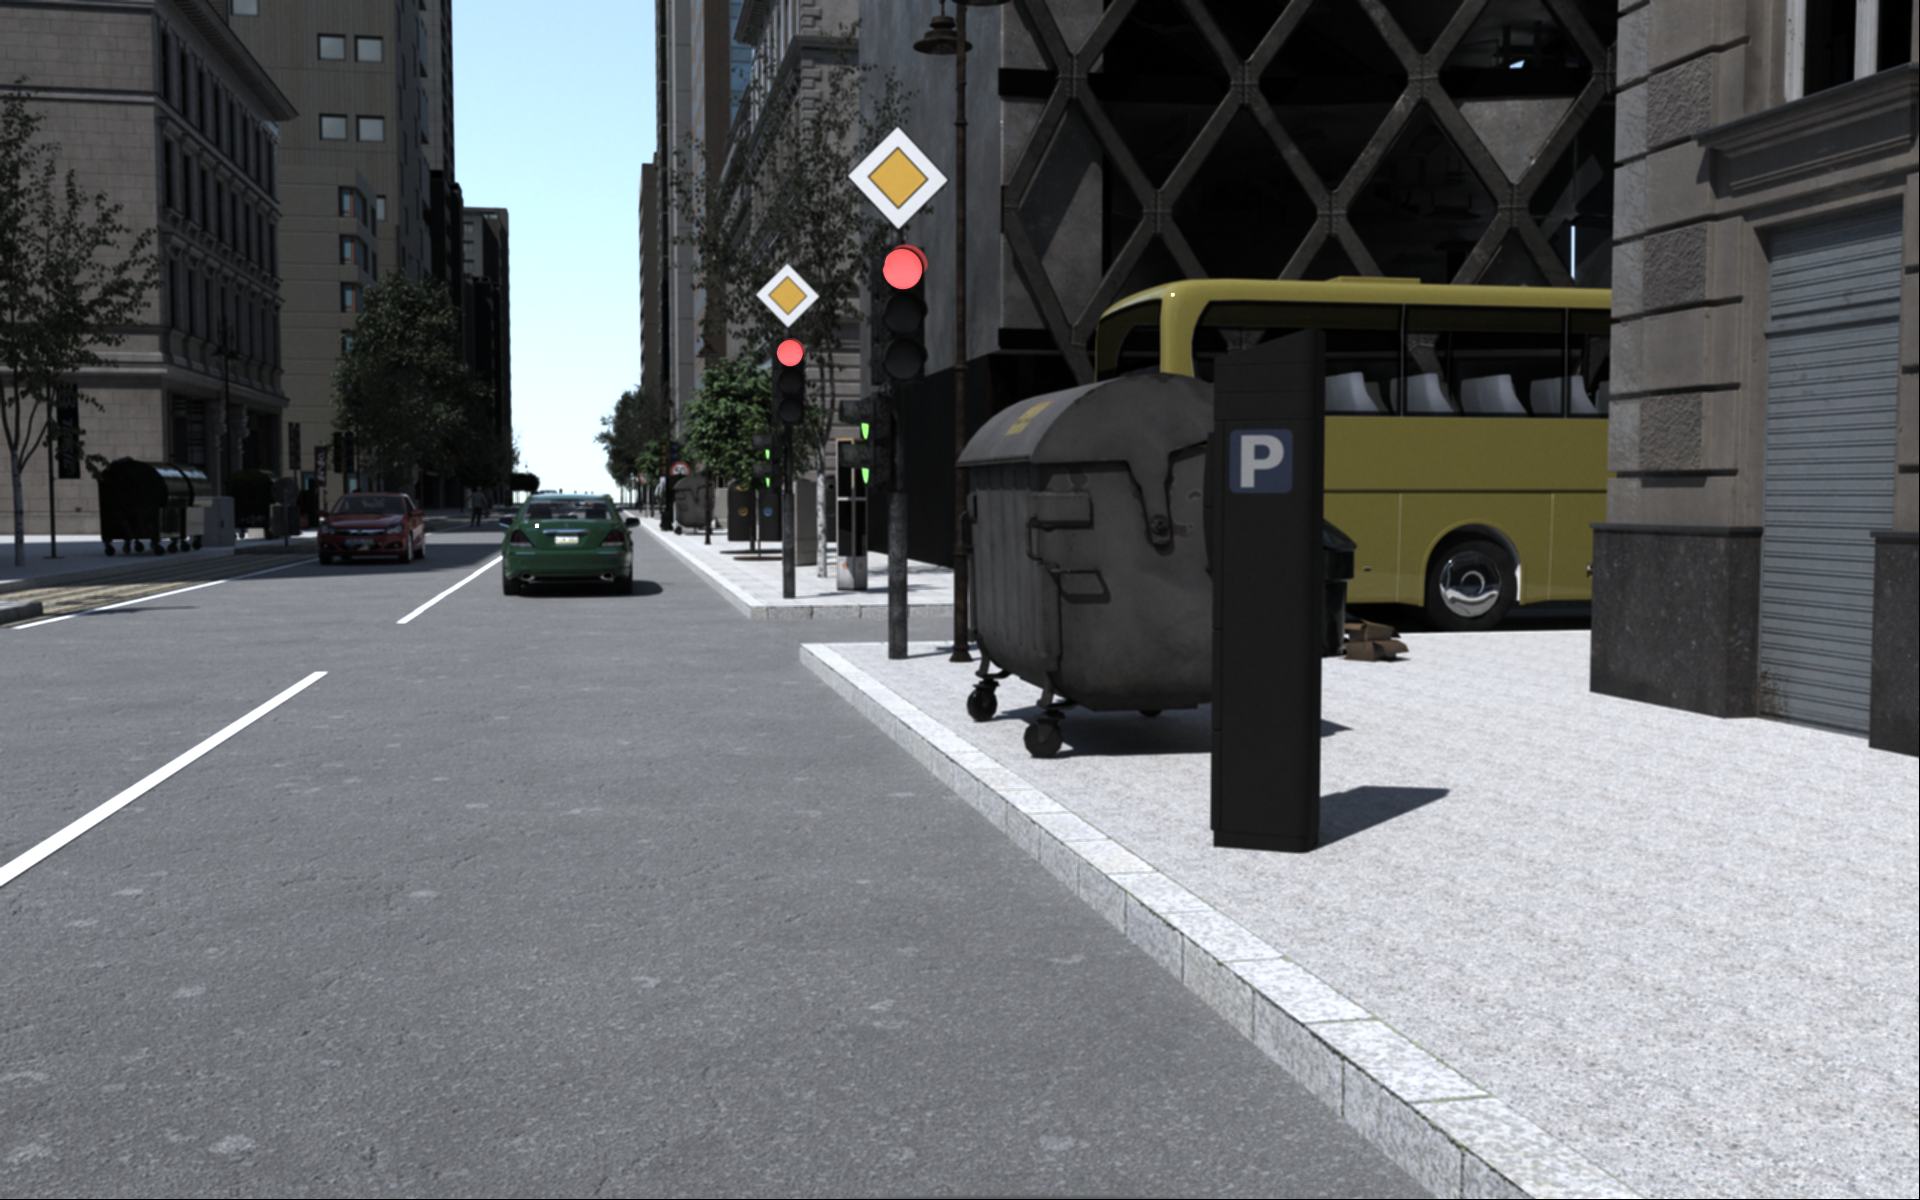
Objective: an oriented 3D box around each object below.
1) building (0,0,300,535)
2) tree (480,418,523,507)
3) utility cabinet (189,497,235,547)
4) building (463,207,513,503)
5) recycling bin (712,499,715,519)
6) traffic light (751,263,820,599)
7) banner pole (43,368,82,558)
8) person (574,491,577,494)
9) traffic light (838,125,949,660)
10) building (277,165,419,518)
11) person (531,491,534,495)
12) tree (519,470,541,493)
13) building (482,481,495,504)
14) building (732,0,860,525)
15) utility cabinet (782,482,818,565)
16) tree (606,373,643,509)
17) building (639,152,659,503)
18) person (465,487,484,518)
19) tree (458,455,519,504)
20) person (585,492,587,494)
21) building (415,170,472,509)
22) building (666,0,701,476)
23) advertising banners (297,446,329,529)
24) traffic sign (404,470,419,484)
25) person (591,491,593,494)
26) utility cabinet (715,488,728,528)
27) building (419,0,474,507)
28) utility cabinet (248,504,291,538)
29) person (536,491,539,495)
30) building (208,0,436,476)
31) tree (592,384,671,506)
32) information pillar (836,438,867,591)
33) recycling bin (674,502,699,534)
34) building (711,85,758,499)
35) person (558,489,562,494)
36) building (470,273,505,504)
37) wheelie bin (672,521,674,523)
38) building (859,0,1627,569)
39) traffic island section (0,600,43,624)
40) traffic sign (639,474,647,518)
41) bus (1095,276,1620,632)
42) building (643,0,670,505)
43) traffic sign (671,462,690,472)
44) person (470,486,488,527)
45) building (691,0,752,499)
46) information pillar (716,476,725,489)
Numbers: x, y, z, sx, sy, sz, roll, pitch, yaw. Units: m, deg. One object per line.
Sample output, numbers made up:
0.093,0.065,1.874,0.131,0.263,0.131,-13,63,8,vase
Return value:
-29.644,-12.453,54.517,10.553,20.767,40.483,-1,4,-12,building
-44.789,-13.300,167.819,4.360,8.622,3.978,0,3,0,tree
-18.203,-1.895,42.147,0.306,1.237,1.020,3,5,41,utility cabinet
-69.651,-33.993,239.386,14.154,41.232,14.086,-1,4,-12,building
-12.672,-4.599,87.753,0.722,1.027,0.722,-3,5,-40,recycling bin
-2.121,-1.974,21.196,0.839,4.253,0.868,-1,4,-12,traffic light
-17.939,-2.725,34.579,0.863,3.779,0.401,0,4,8,banner pole
-43.893,-11.561,197.533,1.348,1.823,0.705,3,5,39,person
-0.502,-1.496,13.376,0.839,4.253,0.868,-1,4,-12,traffic light
-48.355,-15.796,103.303,27.650,21.520,28.899,-1,4,-12,building
-46.022,-10.859,186.732,0.721,1.739,1.217,3,5,44,person
-56.176,-14.382,218.862,4.285,4.588,4.351,0,3,0,tree
-72.495,-31.386,205.047,32.217,40.220,23.993,-1,4,-12,building
-1.968,-14.344,63.403,11.050,23.489,19.941,-1,4,-12,building
-2.820,-1.377,31.192,0.318,1.500,1.173,1,4,21,utility cabinet
-18.386,-9.286,102.187,4.360,8.622,3.978,0,3,0,tree
-33.786,-37.867,242.824,21.300,48.544,21.600,-1,4,-12,building
-28.568,-5.723,102.077,0.705,1.824,1.348,3,4,38,person
-38.280,-9.394,137.312,4.285,4.588,4.351,0,3,0,tree
-43.023,-11.647,199.723,1.217,1.735,0.721,3,5,43,person
-51.345,-23.299,152.647,14.160,30.474,14.107,-1,4,-12,building
-11.429,-35.997,130.556,21.231,58.520,28.212,-1,4,-12,building
-23.911,-4.076,62.828,2.074,3.025,0.090,-3,4,-36,advertising banners
-29.341,-5.663,92.688,0.768,2.556,0.104,0,4,-3,traffic sign
-50.766,-14.088,238.937,0.705,1.812,1.348,-1,4,-11,person
-8.536,-3.422,64.621,1.173,1.500,0.318,1,4,13,utility cabinet
-62.074,-45.557,183.100,20.563,71.187,20.611,-1,4,-12,building
-20.044,-2.542,50.245,1.173,1.500,0.318,0,4,8,utility cabinet
-29.750,-6.863,122.185,0.415,1.643,0.593,0,4,-3,person
-54.709,-33.061,129.778,28.713,52.752,27.495,-1,4,-12,building
-33.564,-16.149,181.042,9.611,12.733,9.660,0,3,0,tree
-1.435,-1.130,22.965,0.304,2.012,0.304,2,4,34,information pillar
-8.950,-2.694,56.599,0.722,1.027,0.722,0,4,-1,recycling bin
-4.800,-14.892,85.289,13.314,21.916,24.055,-1,4,-12,building
-27.848,-6.875,120.922,1.348,1.822,0.705,0,4,-1,person
-67.185,-27.777,225.856,14.160,30.474,14.107,-1,4,-12,building
-12.734,-4.273,77.764,0.693,1.594,0.980,1,4,21,wheelie bin
7.567,-10.141,33.255,16.811,18.784,16.820,-1,4,-12,building
-11.621,0.179,19.355,2.009,0.180,2.903,-1,4,-12,traffic island section
-16.886,-5.693,93.185,0.768,2.556,0.104,0,4,-7,traffic sign
7.705,-1.691,19.197,12.252,3.916,2.896,-1,4,-12,bus
-30.229,-47.896,221.356,20.563,71.187,20.611,-1,4,-12,building
-10.965,-4.150,67.951,0.768,2.556,0.104,0,4,-2,traffic sign
-20.951,-4.074,75.591,0.782,1.767,0.515,0,4,5,person
-9.523,-28.074,109.117,14.600,45.320,14.200,-1,4,-12,building
-9.751,-4.038,70.516,0.304,2.012,0.304,-1,4,-16,information pillar
